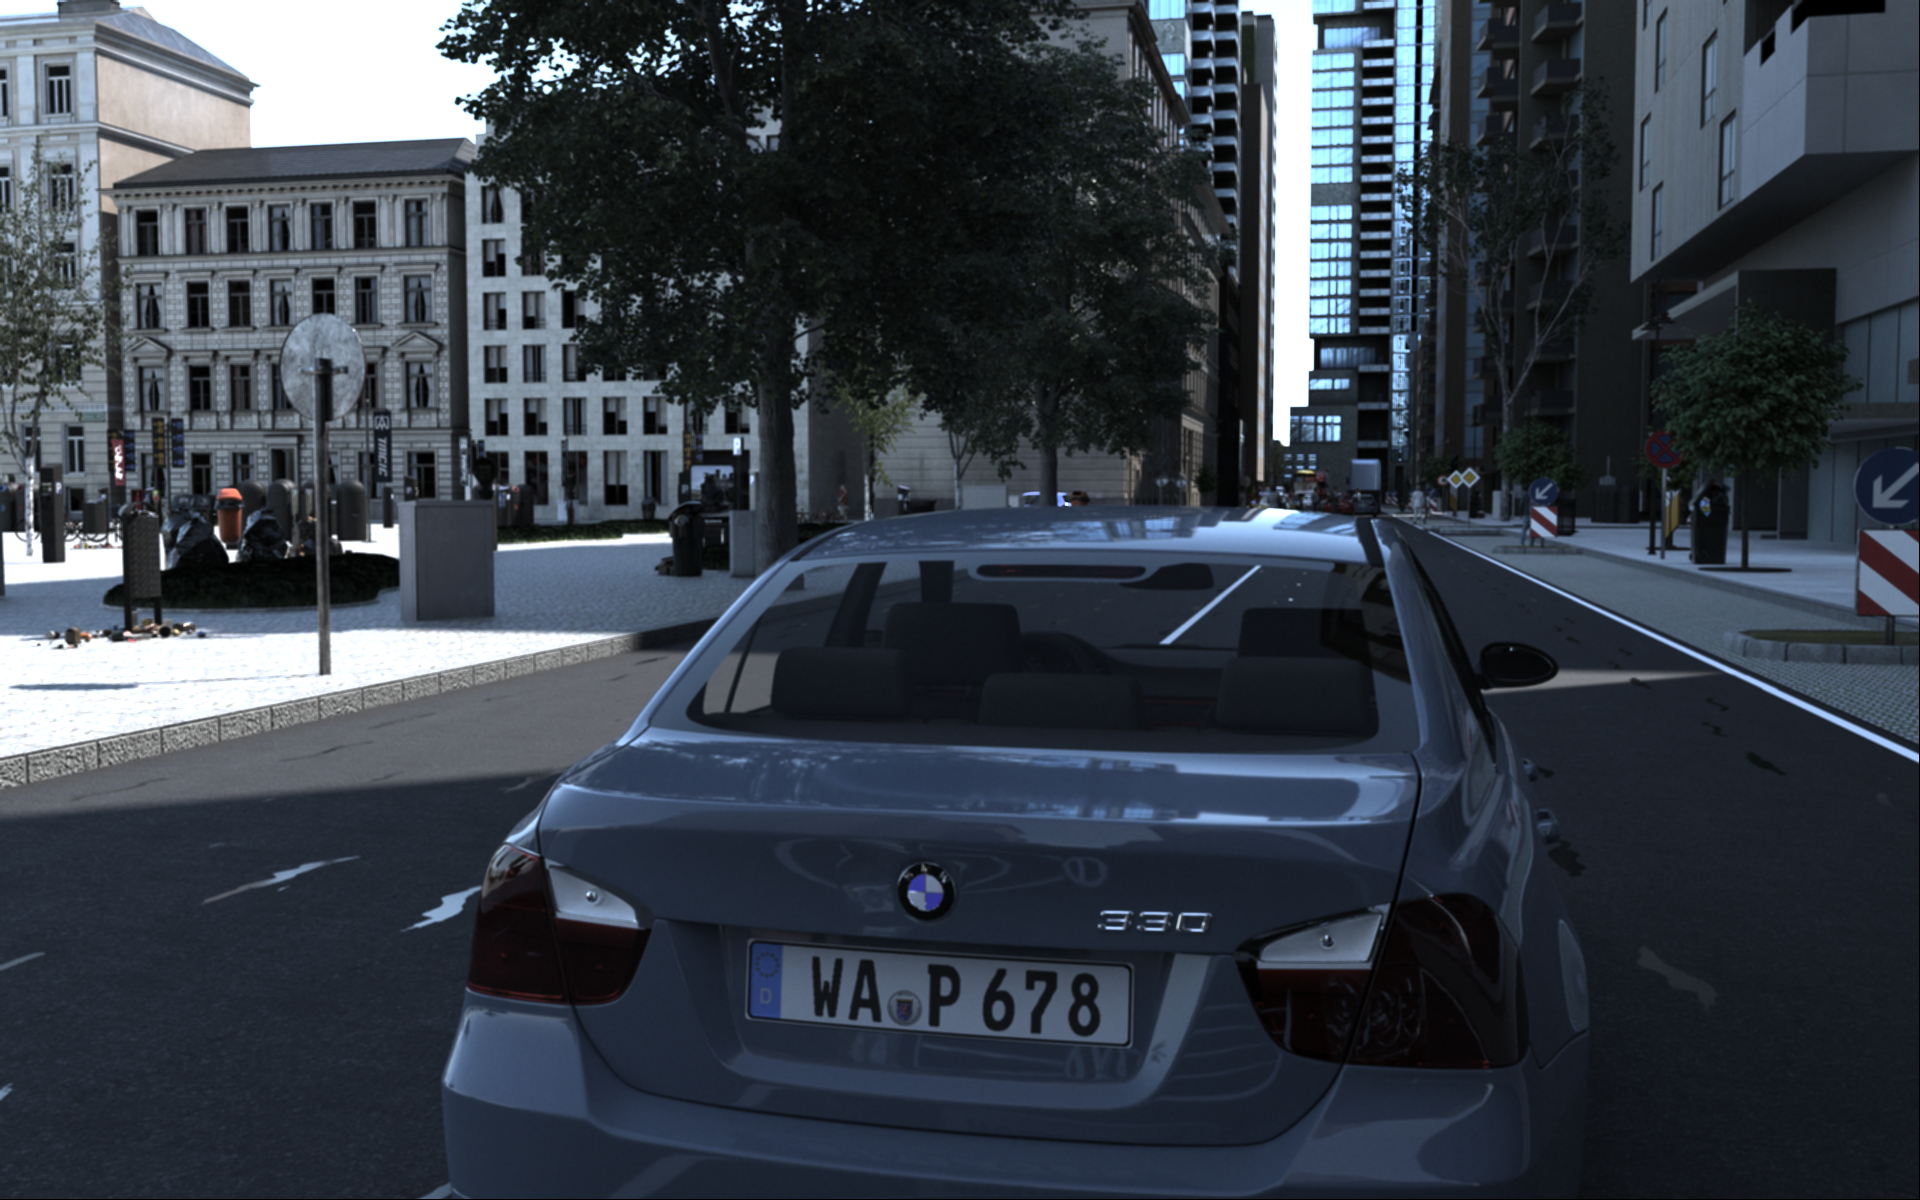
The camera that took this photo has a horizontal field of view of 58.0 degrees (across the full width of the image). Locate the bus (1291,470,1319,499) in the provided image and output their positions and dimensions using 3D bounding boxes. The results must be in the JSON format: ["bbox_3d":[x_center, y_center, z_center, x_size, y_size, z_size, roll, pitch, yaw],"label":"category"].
[{"bbox_3d":[36.608,-11.769,183.962,2.896,3.916,12.252,1,4,11],"label":"bus"}]

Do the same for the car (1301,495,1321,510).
[{"bbox_3d":[31.071,-8.615,153.215,2.083,1.381,4.827,1,4,11],"label":"car"}]

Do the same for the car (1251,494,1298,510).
[{"bbox_3d":[14.031,-4.092,77.128,2.015,1.641,3.980,1,4,13],"label":"car"}]

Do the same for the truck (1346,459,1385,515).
[{"bbox_3d":[29.803,-8.463,128.122,2.967,4.110,18.799,1,4,14],"label":"truck"}]

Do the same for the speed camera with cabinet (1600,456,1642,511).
[{"bbox_3d":[34.456,-5.869,90.292,2.038,3.252,0.660,0,4,7],"label":"speed camera with cabinet"}]

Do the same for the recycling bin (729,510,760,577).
[{"bbox_3d":[-3.226,-0.884,27.013,0.722,1.027,0.722,-1,4,-9],"label":"recycling bin"}]

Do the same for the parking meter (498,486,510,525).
[{"bbox_3d":[-14.888,-2.947,56.596,0.372,1.533,0.369,0,3,0],"label":"parking meter"}]

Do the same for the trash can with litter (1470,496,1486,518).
[{"bbox_3d":[27.500,-4.932,92.028,0.624,1.170,1.055,-2,4,-29],"label":"trash can with litter"}]

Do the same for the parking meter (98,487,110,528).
[{"bbox_3d":[-32.421,-3.496,65.574,0.372,1.533,0.369,0,3,0],"label":"parking meter"}]

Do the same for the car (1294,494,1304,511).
[{"bbox_3d":[23.504,-6.946,123.357,2.009,1.686,4.222,1,4,13],"label":"car"}]

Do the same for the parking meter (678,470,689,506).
[{"bbox_3d":[-6.330,-2.113,40.254,0.399,1.863,0.255,1,4,21],"label":"parking meter"}]

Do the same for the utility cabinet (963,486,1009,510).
[{"bbox_3d":[0.675,-2.235,45.223,1.173,1.500,0.318,1,4,15],"label":"utility cabinet"}]

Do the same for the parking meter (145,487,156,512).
[{"bbox_3d":[-30.574,-3.488,65.433,0.372,1.533,0.369,0,3,0],"label":"parking meter"}]

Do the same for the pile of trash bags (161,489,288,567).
[{"bbox_3d":[-11.806,-1.109,27.891,1.912,1.369,3.447,-1,4,-22],"label":"pile of trash bags"}]

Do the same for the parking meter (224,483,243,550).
[{"bbox_3d":[-16.737,-1.927,39.913,0.372,1.533,0.369,0,3,0],"label":"parking meter"}]

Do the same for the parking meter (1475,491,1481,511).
[{"bbox_3d":[38.816,-7.425,129.808,0.372,1.533,0.369,0,3,0],"label":"parking meter"}]

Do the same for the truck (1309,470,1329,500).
[{"bbox_3d":[41.508,-13.012,201.658,2.839,4.237,11.283,1,4,14],"label":"truck"}]

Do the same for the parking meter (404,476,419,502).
[{"bbox_3d":[-17.489,-3.030,55.258,0.399,1.863,0.255,1,4,13],"label":"parking meter"}]

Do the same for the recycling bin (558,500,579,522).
[{"bbox_3d":[-17.999,-4.102,79.626,0.722,1.027,0.722,2,4,25],"label":"recycling bin"}]

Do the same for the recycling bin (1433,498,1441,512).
[{"bbox_3d":[33.674,-6.738,122.715,0.722,1.027,0.722,1,4,8],"label":"recycling bin"}]

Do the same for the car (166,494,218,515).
[{"bbox_3d":[-33.924,-4.208,78.580,4.222,1.686,2.009,1,4,11],"label":"car"}]

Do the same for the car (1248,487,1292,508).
[{"bbox_3d":[16.626,-5.134,92.618,2.281,1.827,5.304,1,4,14],"label":"car"}]

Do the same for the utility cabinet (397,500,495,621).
[{"bbox_3d":[-5.310,-0.414,17.923,0.306,1.237,1.020,2,4,33],"label":"utility cabinet"}]

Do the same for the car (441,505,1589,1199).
[{"bbox_3d":[0.472,0.470,4.311,2.014,1.417,4.499,1,4,14],"label":"car"}]

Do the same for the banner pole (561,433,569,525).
[{"bbox_3d":[-16.201,-4.959,71.101,0.401,3.779,0.863,1,4,8],"label":"banner pole"}]

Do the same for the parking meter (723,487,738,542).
[{"bbox_3d":[-5.431,-1.994,41.015,0.372,1.533,0.369,0,3,0],"label":"parking meter"}]

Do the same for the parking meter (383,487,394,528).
[{"bbox_3d":[-21.663,-3.498,65.599,0.372,1.533,0.369,0,3,0],"label":"parking meter"}]

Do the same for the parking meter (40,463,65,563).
[{"bbox_3d":[-16.949,-1.629,32.342,0.255,1.863,0.399,0,4,2],"label":"parking meter"}]

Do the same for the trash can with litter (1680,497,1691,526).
[{"bbox_3d":[29.642,-3.608,70.372,0.624,1.170,1.055,0,4,0],"label":"trash can with litter"}]

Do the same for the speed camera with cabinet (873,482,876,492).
[{"bbox_3d":[-5.730,-7.878,123.141,0.660,3.252,2.038,1,4,9],"label":"speed camera with cabinet"}]

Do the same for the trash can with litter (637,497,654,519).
[{"bbox_3d":[-12.776,-3.617,70.522,0.624,1.170,1.055,2,4,24],"label":"trash can with litter"}]

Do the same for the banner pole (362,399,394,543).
[{"bbox_3d":[-15.452,-3.418,45.901,0.863,3.779,0.401,0,4,-4],"label":"banner pole"}]

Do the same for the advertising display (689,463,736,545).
[{"bbox_3d":[-5.194,-1.905,36.362,0.974,1.923,0.123,0,4,-2],"label":"advertising display"}]

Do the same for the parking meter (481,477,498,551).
[{"bbox_3d":[-10.588,-2.033,38.948,0.255,1.863,0.399,0,4,5],"label":"parking meter"}]

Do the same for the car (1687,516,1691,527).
[{"bbox_3d":[30.493,-3.306,66.413,4.827,1.381,2.083,1,4,14],"label":"car"}]

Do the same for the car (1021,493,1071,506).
[{"bbox_3d":[2.970,-3.773,71.276,3.694,1.707,1.945,1,4,14],"label":"car"}]

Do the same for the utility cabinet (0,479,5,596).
[{"bbox_3d":[-12.082,-0.747,20.896,0.318,1.500,1.173,1,4,10],"label":"utility cabinet"}]

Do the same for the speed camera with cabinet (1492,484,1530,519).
[{"bbox_3d":[28.125,-5.744,88.252,2.038,3.252,0.660,-2,4,-25],"label":"speed camera with cabinet"}]

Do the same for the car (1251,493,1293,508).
[{"bbox_3d":[14.686,-4.396,81.460,1.945,1.707,3.694,1,4,12],"label":"car"}]

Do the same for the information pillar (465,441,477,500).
[{"bbox_3d":[-20.290,-4.920,71.796,0.504,3.616,0.183,-1,4,-11],"label":"information pillar"}]

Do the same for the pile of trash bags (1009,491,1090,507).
[{"bbox_3d":[2.459,-2.694,53.807,3.447,1.369,1.912,2,4,31],"label":"pile of trash bags"}]

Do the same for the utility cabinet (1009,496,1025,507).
[{"bbox_3d":[2.067,-3.315,65.359,0.306,1.237,1.020,-2,4,-29],"label":"utility cabinet"}]

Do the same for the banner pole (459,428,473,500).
[{"bbox_3d":[-18.753,-4.641,65.896,0.863,3.779,0.401,2,4,33],"label":"banner pole"}]

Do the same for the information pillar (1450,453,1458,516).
[{"bbox_3d":[28.290,-6.592,99.136,0.504,3.616,0.183,-2,4,-25],"label":"information pillar"}]

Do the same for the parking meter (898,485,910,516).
[{"bbox_3d":[-1.646,-2.595,50.832,0.372,1.533,0.369,0,3,0],"label":"parking meter"}]

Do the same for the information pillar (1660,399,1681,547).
[{"bbox_3d":[16.842,-3.032,40.920,0.183,3.616,0.504,-1,4,-18],"label":"information pillar"}]

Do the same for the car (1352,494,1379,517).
[{"bbox_3d":[25.125,-5.873,108.025,2.014,1.417,4.499,1,4,14],"label":"car"}]

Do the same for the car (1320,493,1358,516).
[{"bbox_3d":[22.124,-5.636,101.195,2.155,1.783,4.494,1,4,14],"label":"car"}]

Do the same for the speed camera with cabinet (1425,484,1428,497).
[{"bbox_3d":[35.933,-8.455,132.567,0.660,3.252,2.038,1,4,15],"label":"speed camera with cabinet"}]
